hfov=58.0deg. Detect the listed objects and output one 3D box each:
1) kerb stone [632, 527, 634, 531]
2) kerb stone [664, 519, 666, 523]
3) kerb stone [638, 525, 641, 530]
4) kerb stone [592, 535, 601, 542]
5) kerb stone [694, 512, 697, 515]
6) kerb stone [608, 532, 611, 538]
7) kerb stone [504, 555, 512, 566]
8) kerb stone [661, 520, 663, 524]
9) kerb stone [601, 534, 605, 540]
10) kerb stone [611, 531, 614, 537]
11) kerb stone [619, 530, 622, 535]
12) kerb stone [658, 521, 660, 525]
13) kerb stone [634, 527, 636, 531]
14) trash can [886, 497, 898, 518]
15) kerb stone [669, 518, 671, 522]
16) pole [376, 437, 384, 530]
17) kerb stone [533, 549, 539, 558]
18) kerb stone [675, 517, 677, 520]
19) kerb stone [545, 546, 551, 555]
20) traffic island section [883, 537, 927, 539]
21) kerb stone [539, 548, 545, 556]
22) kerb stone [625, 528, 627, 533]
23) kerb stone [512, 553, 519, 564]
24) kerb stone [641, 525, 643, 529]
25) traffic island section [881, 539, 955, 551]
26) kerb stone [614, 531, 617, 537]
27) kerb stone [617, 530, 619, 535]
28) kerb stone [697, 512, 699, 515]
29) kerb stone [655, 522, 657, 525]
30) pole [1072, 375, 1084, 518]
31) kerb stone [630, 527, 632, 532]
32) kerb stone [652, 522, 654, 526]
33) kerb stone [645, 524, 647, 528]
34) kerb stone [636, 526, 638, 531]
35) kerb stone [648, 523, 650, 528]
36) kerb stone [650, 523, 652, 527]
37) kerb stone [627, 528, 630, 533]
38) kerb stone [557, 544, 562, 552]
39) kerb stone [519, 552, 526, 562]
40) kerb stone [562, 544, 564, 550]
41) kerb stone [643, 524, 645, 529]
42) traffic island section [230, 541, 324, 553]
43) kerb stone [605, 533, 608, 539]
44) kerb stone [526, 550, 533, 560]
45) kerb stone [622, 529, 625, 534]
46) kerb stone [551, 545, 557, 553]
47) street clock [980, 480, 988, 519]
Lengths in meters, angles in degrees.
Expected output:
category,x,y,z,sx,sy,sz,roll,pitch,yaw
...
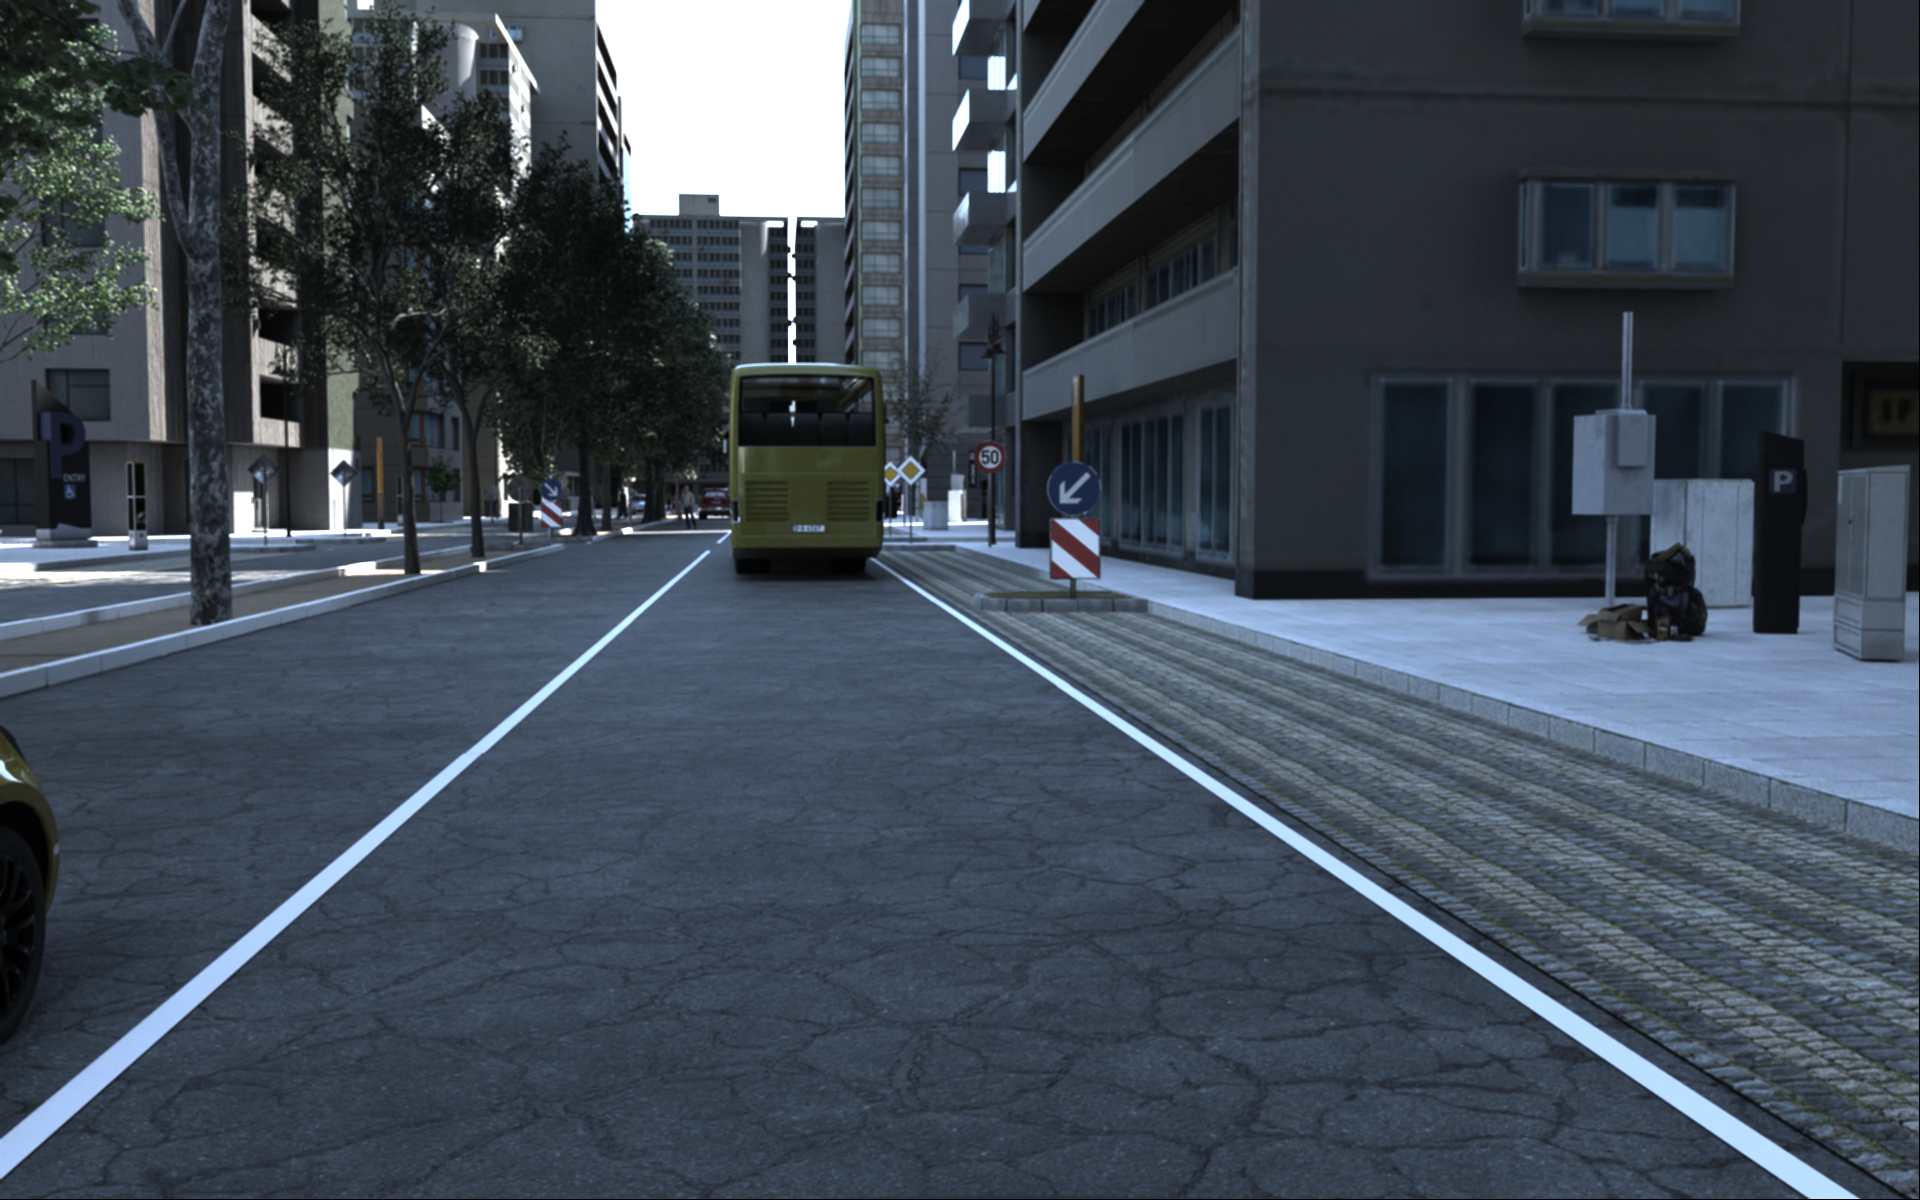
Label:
category,x,y,z,sx,sy,sz,roll,pitch,yaw
kerb stone,-12.412,-2.613,64.917,0.120,0.150,1.000,0,4,-6
kerb stone,-14.364,-3.732,83.250,0.120,0.150,1.000,0,4,-6
kerb stone,-12.728,-2.800,67.968,0.120,0.150,1.000,0,4,-6
kerb stone,-11.101,-1.862,52.688,0.120,0.150,1.000,0,4,-6
kerb stone,-17.854,-5.729,115.860,0.120,0.150,1.000,0,4,-6
kerb stone,-11.430,-2.052,55.749,0.120,0.150,1.000,0,4,-6
kerb stone,-9.187,-0.768,34.771,0.120,0.150,1.000,0,4,-6
kerb stone,-14.151,-3.610,81.217,0.120,0.150,1.000,0,4,-6
kerb stone,-11.206,-1.927,53.710,0.120,0.150,1.000,0,4,-6
kerb stone,-11.537,-2.111,56.766,0.120,0.150,1.000,0,4,-6
kerb stone,-11.863,-2.301,59.821,0.120,0.150,1.000,0,4,-6
kerb stone,-13.934,-3.486,79.184,0.120,0.150,1.000,0,4,-6
kerb stone,-12.523,-2.673,65.933,0.120,0.150,1.000,0,4,-6
trash can,-3.600,-4.883,91.485,0.748,1.137,0.748,0,3,0
kerb stone,-14.800,-3.984,87.326,0.120,0.150,1.000,0,4,-6
pole,-20.797,-4.177,62.131,0.158,3.312,0.155,0,3,0
kerb stone,-9.623,-1.015,38.852,0.120,0.150,1.000,0,4,-6
kerb stone,-15.348,-4.290,92.420,0.120,0.150,1.000,0,4,-6
kerb stone,-9.843,-1.143,40.887,0.120,0.150,1.000,0,4,-6
traffic island section,-2.094,-1.854,52.597,2.009,0.180,2.903,0,4,-6
kerb stone,-9.731,-1.081,39.868,0.120,0.150,1.000,0,4,-6
kerb stone,-12.081,-2.426,61.854,0.120,0.150,1.000,0,4,-6
kerb stone,-9.292,-0.831,35.787,0.120,0.150,1.000,0,4,-6
kerb stone,-12.838,-2.858,68.987,0.120,0.150,1.000,0,4,-6
traffic island section,-1.246,-1.369,44.656,2.009,0.180,2.903,0,4,-6
kerb stone,-11.643,-2.174,57.789,0.120,0.150,1.000,0,4,-6
kerb stone,-11.757,-2.239,58.805,0.120,0.150,1.000,0,4,-6
kerb stone,-18.611,-6.164,122.992,0.120,0.150,1.000,0,4,-6
kerb stone,-13.714,-3.359,77.131,0.120,0.150,1.000,0,4,-6
pole,2.022,-2.197,29.760,0.158,3.312,0.155,0,3,0
kerb stone,-12.300,-2.551,63.901,0.120,0.150,1.000,0,4,-6
kerb stone,-13.493,-3.233,75.093,0.120,0.150,1.000,0,4,-6
kerb stone,-13.056,-2.980,71.020,0.120,0.150,1.000,0,4,-6
kerb stone,-12.632,-2.735,66.951,0.120,0.150,1.000,0,4,-6
kerb stone,-13.272,-3.111,73.056,0.120,0.150,1.000,0,4,-6
kerb stone,-13.382,-3.168,74.073,0.120,0.150,1.000,0,4,-6
kerb stone,-12.189,-2.488,62.875,0.120,0.150,1.000,0,4,-6
kerb stone,-10.061,-1.264,42.920,0.120,0.150,1.000,0,4,-6
kerb stone,-9.405,-0.894,36.812,0.120,0.150,1.000,0,4,-6
kerb stone,-10.170,-1.330,43.936,0.120,0.150,1.000,0,4,-6
kerb stone,-12.953,-2.924,70.002,0.120,0.150,1.000,0,4,-6
traffic island section,-17.247,-1.265,42.959,2.009,0.180,2.903,0,4,-6
kerb stone,-11.326,-1.985,54.732,0.120,0.150,1.000,0,4,-6
kerb stone,-9.516,-0.956,37.830,0.120,0.150,1.000,0,4,-6
kerb stone,-11.970,-2.359,60.838,0.120,0.150,1.000,0,4,-6
kerb stone,-9.947,-1.203,41.904,0.120,0.150,1.000,0,4,-6
street clock,1.237,-5.129,88.433,0.471,2.002,0.358,-2,4,-24
